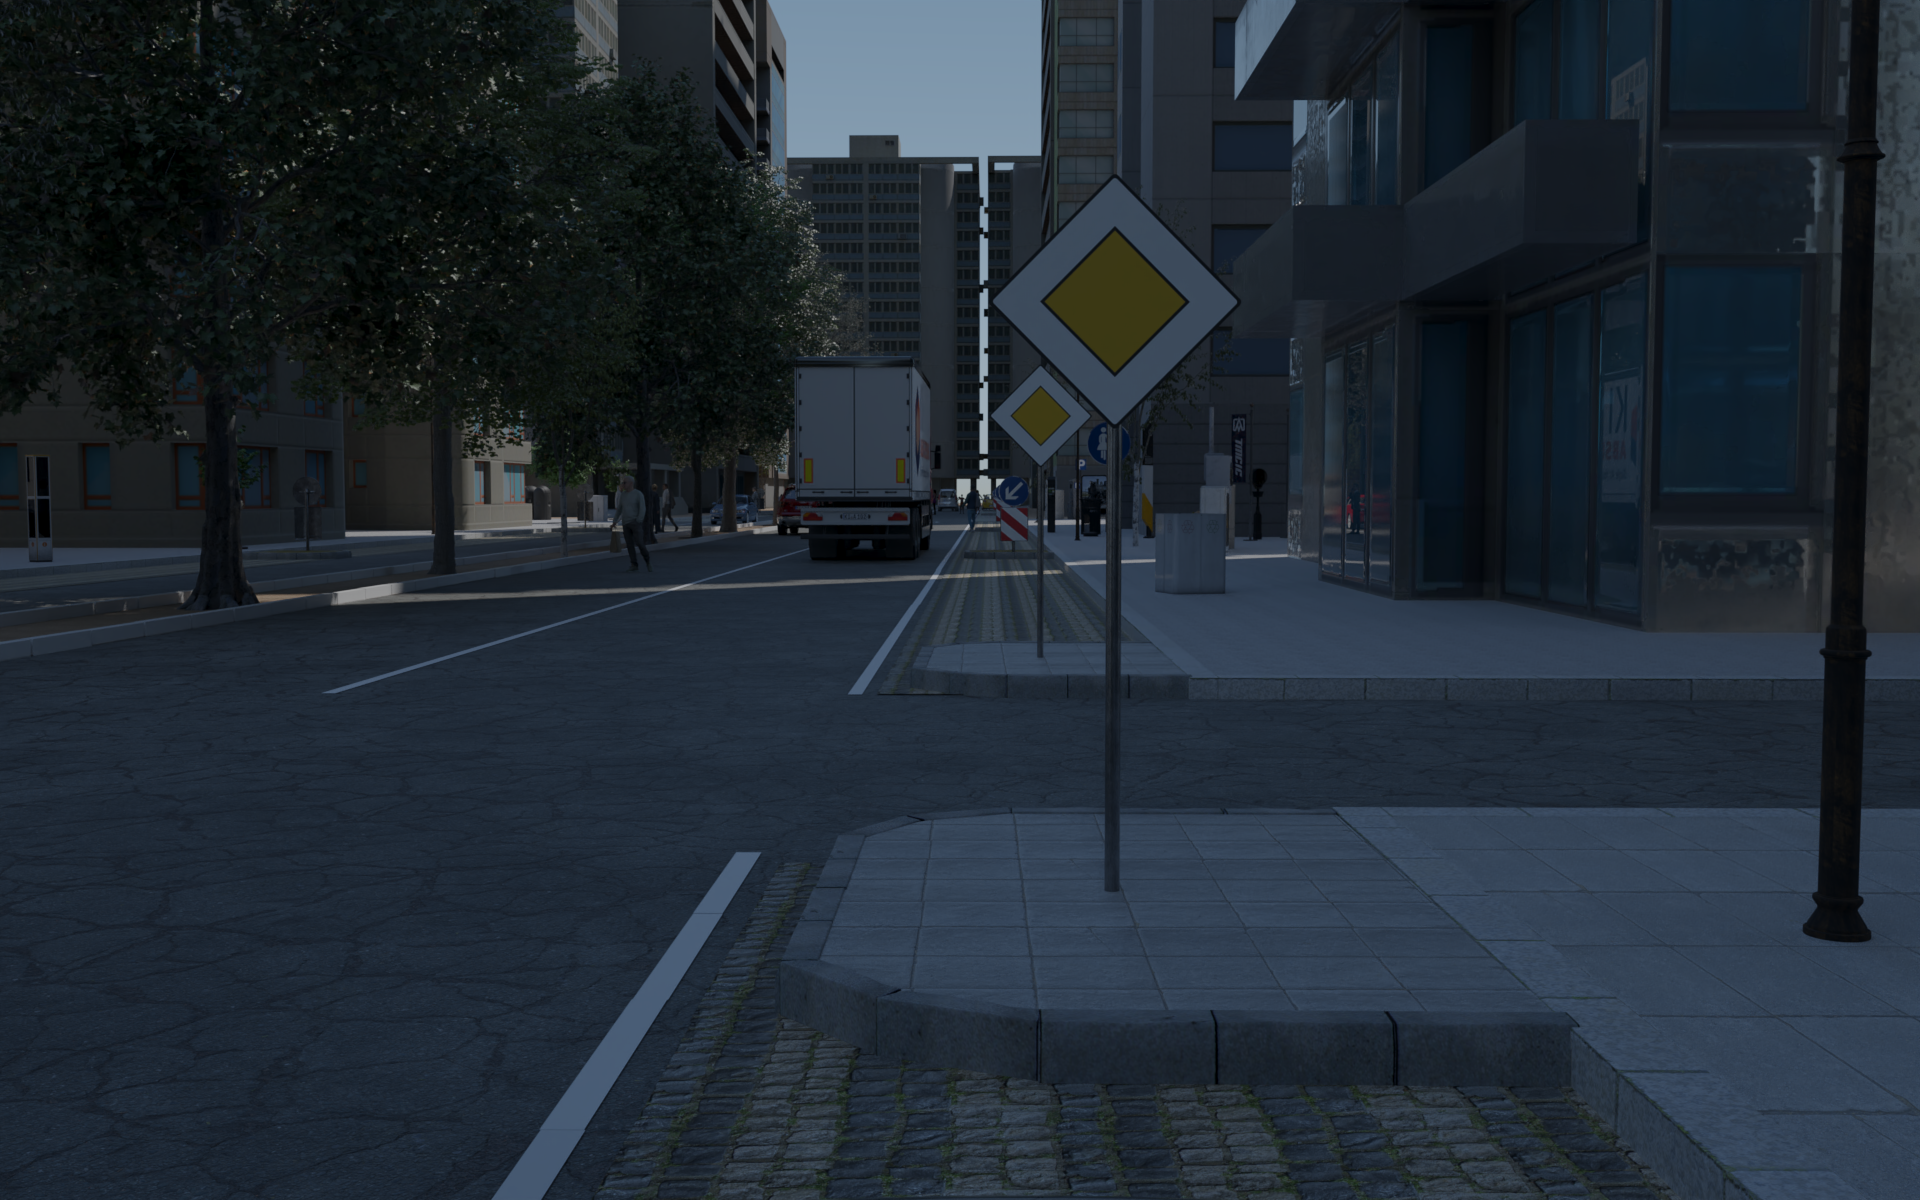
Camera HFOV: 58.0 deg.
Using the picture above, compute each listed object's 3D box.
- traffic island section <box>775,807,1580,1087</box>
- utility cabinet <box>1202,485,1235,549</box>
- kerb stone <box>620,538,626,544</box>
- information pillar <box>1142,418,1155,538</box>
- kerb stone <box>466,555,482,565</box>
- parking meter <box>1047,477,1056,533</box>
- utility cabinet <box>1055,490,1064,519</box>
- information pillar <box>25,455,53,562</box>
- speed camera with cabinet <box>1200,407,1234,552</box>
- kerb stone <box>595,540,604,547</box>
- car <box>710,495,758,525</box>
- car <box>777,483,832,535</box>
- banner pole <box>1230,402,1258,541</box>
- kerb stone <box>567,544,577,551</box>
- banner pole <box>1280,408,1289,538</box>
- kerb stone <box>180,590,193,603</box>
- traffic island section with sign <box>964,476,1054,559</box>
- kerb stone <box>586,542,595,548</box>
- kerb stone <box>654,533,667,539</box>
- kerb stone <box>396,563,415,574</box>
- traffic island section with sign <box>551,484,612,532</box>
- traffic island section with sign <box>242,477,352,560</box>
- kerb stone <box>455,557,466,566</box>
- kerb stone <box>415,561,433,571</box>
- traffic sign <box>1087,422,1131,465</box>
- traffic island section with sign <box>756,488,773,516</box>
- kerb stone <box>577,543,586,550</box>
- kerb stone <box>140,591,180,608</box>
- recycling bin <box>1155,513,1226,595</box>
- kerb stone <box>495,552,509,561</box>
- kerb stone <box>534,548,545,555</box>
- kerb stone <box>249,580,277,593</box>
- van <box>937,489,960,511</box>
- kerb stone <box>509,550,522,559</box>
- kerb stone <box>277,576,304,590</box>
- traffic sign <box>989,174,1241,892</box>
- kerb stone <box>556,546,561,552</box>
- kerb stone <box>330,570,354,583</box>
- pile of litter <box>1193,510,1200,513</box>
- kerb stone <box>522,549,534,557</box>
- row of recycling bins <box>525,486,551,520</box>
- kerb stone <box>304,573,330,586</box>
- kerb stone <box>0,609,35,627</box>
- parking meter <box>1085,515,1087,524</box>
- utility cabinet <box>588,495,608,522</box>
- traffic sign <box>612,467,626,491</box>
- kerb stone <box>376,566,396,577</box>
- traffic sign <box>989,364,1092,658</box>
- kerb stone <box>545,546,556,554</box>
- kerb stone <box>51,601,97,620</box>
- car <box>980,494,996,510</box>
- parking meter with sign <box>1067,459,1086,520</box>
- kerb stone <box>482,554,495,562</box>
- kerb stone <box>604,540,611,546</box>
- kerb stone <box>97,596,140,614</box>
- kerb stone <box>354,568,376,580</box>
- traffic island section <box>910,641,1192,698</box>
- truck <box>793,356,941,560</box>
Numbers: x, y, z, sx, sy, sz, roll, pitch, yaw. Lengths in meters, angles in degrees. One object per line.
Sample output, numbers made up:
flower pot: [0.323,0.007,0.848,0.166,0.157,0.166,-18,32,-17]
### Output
traffic island section: [0.512,1.019,5.619,2.009,0.180,2.903,0,4,1]
utility cabinet: [6.034,-1.952,40.586,0.318,1.500,1.173,-1,4,-18]
kerb stone: [-9.759,-1.744,50.715,0.120,0.150,1.000,0,4,1]
information pillar: [5.431,-3.592,50.084,0.183,3.616,0.504,3,4,37]
kerb stone: [-10.021,-0.798,35.336,0.120,0.150,1.000,0,4,1]
parking meter: [3.043,-3.176,57.642,0.255,1.863,0.399,0,4,6]
utility cabinet: [4.786,-4.767,86.625,0.318,1.500,1.173,2,4,35]
information pillar: [-17.327,-1.719,32.592,0.304,2.012,0.304,2,4,33]
speed camera with cabinet: [5.745,-2.715,38.720,0.660,3.252,2.038,1,4,13]
kerb stone: [-9.833,-1.492,46.609,0.120,0.150,1.000,0,4,1]
car: [-10.762,-4.333,82.850,2.014,1.417,4.499,0,4,2]
car: [-5.290,-3.253,61.862,2.281,1.827,5.304,0,4,2]
banner pole: [7.791,-3.520,47.568,0.863,3.779,0.401,3,5,39]
kerb stone: [-9.881,-1.300,43.530,0.120,0.150,1.000,0,4,1]
banner pole: [9.743,-3.684,50.255,0.863,3.779,0.401,1,4,13]
kerb stone: [-10.238,-0.052,23.042,0.120,0.150,1.000,0,4,1]
traffic island section with sign: [1.089,-1.842,38.738,1.989,1.847,2.006,0,4,1]
kerb stone: [-9.850,-1.430,45.580,0.120,0.150,1.000,0,4,1]
kerb stone: [-9.669,-2.058,55.847,0.120,0.150,1.000,0,4,1]
kerb stone: [-10.096,-0.547,31.240,0.120,0.150,1.000,0,4,1]
traffic island section with sign: [-14.228,-3.474,65.430,1.989,1.847,2.006,0,4,1]
traffic island section with sign: [-14.685,-1.826,38.478,1.989,1.847,2.006,0,4,1]
kerb stone: [-10.046,-0.741,34.311,0.120,0.150,1.000,0,4,1]
kerb stone: [-10.076,-0.616,32.267,0.120,0.150,1.000,0,4,1]
traffic sign: [2.625,-1.864,30.583,0.768,2.556,0.104,0,4,8]
traffic island section with sign: [-13.353,-6.544,115.623,1.989,1.847,2.006,0,4,1]
kerb stone: [-9.865,-1.364,44.552,0.120,0.150,1.000,0,4,1]
kerb stone: [-10.249,0.011,22.017,0.120,0.150,1.000,0,4,1]
recycling bin: [2.991,-0.609,22.506,0.722,1.027,0.722,-1,4,-15]
kerb stone: [-9.994,-0.926,37.385,0.120,0.150,1.000,0,4,1]
kerb stone: [-9.943,-1.116,40.460,0.120,0.150,1.000,0,4,1]
kerb stone: [-10.202,-0.177,25.092,0.120,0.150,1.000,0,4,1]
van: [-0.970,-8.369,143.850,2.013,2.044,4.112,0,4,2]
kerb stone: [-9.973,-0.992,38.408,0.120,0.150,1.000,0,4,1]
kerb stone: [-10.184,-0.236,26.115,0.120,0.150,1.000,0,4,1]
traffic sign: [0.489,-0.116,5.542,0.795,2.450,0.064,0,4,1]
kerb stone: [-9.899,-1.238,42.508,0.120,0.150,1.000,0,4,1]
kerb stone: [-10.148,-0.364,28.170,0.120,0.150,1.000,0,4,1]
pile of litter: [6.184,-1.919,45.346,1.719,0.858,1.176,2,4,31]
kerb stone: [-9.953,-1.050,39.431,0.120,0.150,1.000,0,4,1]
row of recycling bins: [-21.554,-4.855,86.486,1.069,1.692,3.534,-3,5,-42]
kerb stone: [-10.169,-0.301,27.145,0.120,0.150,1.000,0,4,1]
kerb stone: [-10.304,0.199,18.942,0.120,0.150,1.000,0,4,1]
parking meter: [5.469,-4.269,75.502,0.399,1.863,0.255,-3,5,-44]
utility cabinet: [-16.912,-4.264,80.876,1.020,1.237,0.306,2,4,34]
traffic sign: [-15.962,-4.942,80.911,0.768,2.556,0.104,1,4,9]
kerb stone: [-10.110,-0.490,30.214,0.120,0.150,1.000,0,4,1]
traffic sign: [0.626,-0.604,13.526,0.795,2.450,0.064,0,4,1]
kerb stone: [-9.918,-1.173,41.482,0.120,0.150,1.000,0,4,1]
kerb stone: [-10.296,0.136,19.964,0.120,0.150,1.000,0,4,1]
car: [2.760,-8.520,149.523,2.015,1.641,3.980,0,4,-1]
parking meter with sign: [5.821,-5.564,87.239,0.543,3.016,1.738,-1,4,-14]
kerb stone: [-10.011,-0.861,36.361,0.120,0.150,1.000,0,4,1]
kerb stone: [-9.813,-1.556,47.631,0.120,0.150,1.000,0,4,1]
kerb stone: [-10.274,0.074,20.990,0.120,0.150,1.000,0,4,1]
kerb stone: [-10.128,-0.428,29.192,0.120,0.150,1.000,0,4,1]
traffic island section: [0.650,0.531,13.603,2.009,0.180,2.903,0,4,1]
truck: [-2.020,-3.182,40.933,2.839,4.237,11.283,0,4,1]
